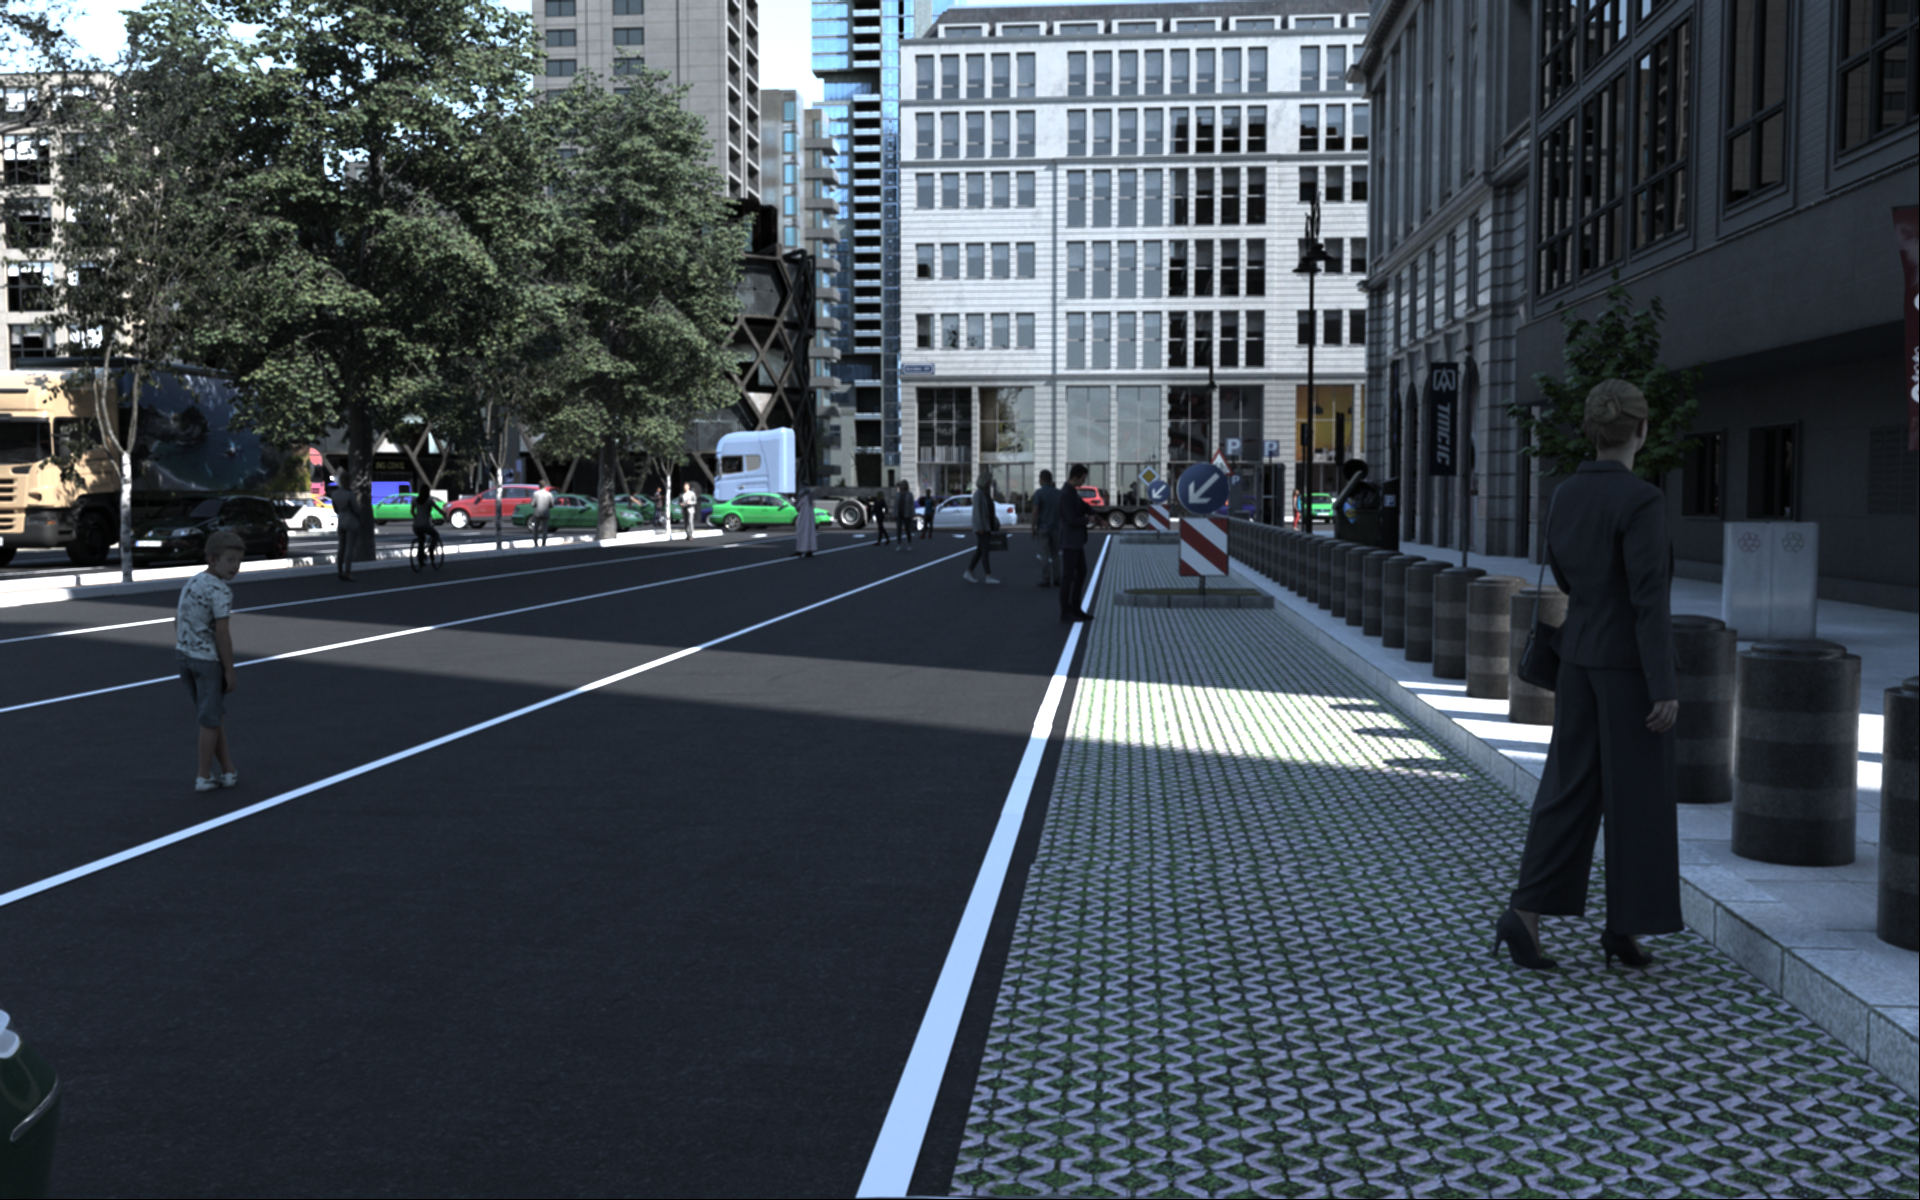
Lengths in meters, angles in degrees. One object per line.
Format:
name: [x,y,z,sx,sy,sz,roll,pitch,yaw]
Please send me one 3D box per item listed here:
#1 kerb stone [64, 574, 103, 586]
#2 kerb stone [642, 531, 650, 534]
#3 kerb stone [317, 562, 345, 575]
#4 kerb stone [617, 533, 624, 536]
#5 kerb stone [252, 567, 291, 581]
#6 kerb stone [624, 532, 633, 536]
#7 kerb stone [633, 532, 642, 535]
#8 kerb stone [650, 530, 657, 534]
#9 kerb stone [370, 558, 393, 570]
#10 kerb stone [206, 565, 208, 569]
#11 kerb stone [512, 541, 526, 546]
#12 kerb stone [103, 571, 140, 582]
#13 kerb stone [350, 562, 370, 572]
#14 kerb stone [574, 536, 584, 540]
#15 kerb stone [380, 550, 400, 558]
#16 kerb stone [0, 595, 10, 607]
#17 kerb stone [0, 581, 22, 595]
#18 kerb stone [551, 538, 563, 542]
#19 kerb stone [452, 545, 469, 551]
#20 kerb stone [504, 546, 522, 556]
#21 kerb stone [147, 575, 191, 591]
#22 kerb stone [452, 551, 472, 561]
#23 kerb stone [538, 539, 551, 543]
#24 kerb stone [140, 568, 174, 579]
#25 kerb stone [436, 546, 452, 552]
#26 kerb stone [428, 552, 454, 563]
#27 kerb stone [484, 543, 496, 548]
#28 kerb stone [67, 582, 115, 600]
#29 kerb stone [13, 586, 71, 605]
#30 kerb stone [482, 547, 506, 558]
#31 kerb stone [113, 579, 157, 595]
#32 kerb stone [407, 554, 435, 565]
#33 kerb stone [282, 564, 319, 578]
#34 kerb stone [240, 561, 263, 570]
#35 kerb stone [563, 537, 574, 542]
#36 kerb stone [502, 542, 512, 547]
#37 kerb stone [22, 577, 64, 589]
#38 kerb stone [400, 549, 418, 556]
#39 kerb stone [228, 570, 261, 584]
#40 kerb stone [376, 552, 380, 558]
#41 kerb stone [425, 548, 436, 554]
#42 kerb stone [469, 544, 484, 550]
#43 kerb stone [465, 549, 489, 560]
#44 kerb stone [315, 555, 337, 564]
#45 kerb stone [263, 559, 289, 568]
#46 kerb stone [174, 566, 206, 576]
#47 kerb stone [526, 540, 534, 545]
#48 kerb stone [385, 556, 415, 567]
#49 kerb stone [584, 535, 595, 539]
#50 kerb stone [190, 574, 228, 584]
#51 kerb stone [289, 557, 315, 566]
kerb stone: [-13.851,-0.307,27.209,0.120,0.150,1.000,0,4,5]
kerb stone: [-10.850,-2.252,59.017,0.120,0.150,1.000,0,4,5]
kerb stone: [-11.378,-0.542,31.101,0.120,0.150,1.000,0,4,5]
kerb stone: [-11.133,-2.063,55.926,0.120,0.150,1.000,0,4,5]
kerb stone: [-11.567,-0.419,29.053,0.120,0.150,1.000,0,4,5]
kerb stone: [-11.036,-2.123,56.963,0.120,0.150,1.000,0,4,5]
kerb stone: [-10.942,-2.184,57.986,0.120,0.150,1.000,0,4,5]
kerb stone: [-10.747,-2.315,60.048,0.120,0.150,1.000,0,4,5]
kerb stone: [-11.178,-0.665,33.153,0.120,0.150,1.000,0,4,5]
kerb stone: [-13.455,-0.558,31.320,0.120,0.150,1.000,0,4,5]
kerb stone: [-12.011,-1.497,46.705,0.120,0.150,1.000,0,4,5]
kerb stone: [-13.747,-0.369,28.235,0.120,0.150,1.000,0,4,5]
kerb stone: [-11.273,-0.605,32.131,0.120,0.150,1.000,0,4,5]
kerb stone: [-11.529,-1.810,51.824,0.120,0.150,1.000,0,4,5]
kerb stone: [-12.782,-0.998,38.520,0.120,0.150,1.000,0,4,5]
kerb stone: [-12.238,0.019,21.878,0.120,0.150,1.000,0,4,5]
kerb stone: [-14.047,-0.181,25.162,0.120,0.150,1.000,0,4,5]
kerb stone: [-11.708,-1.687,49.771,0.120,0.150,1.000,0,4,5]
kerb stone: [-12.393,-1.249,42.609,0.120,0.150,1.000,0,4,5]
kerb stone: [-10.503,-1.106,40.338,0.120,0.150,1.000,0,4,5]
kerb stone: [-11.848,-0.231,25.972,0.120,0.150,1.000,0,4,5]
kerb stone: [-10.793,-0.919,37.260,0.120,0.150,1.000,0,4,5]
kerb stone: [-11.809,-1.624,48.749,0.120,0.150,1.000,0,4,5]
kerb stone: [-13.657,-0.432,29.276,0.120,0.150,1.000,0,4,5]
kerb stone: [-12.505,-1.186,41.588,0.120,0.150,1.000,0,4,5]
kerb stone: [-10.891,-0.859,36.237,0.120,0.150,1.000,0,4,5]
kerb stone: [-12.209,-1.371,44.661,0.120,0.150,1.000,0,4,5]
kerb stone: [-12.054,-0.106,23.929,0.120,0.150,1.000,0,4,5]
kerb stone: [-12.150,-0.043,22.906,0.120,0.150,1.000,0,4,5]
kerb stone: [-10.601,-1.047,39.316,0.120,0.150,1.000,0,4,5]
kerb stone: [-11.944,-0.168,24.950,0.120,0.150,1.000,0,4,5]
kerb stone: [-10.985,-0.794,35.207,0.120,0.150,1.000,0,4,5]
kerb stone: [-11.465,-0.482,30.076,0.120,0.150,1.000,0,4,5]
kerb stone: [-13.365,-0.617,32.352,0.120,0.150,1.000,0,4,5]
kerb stone: [-11.626,-1.747,50.802,0.120,0.150,1.000,0,4,5]
kerb stone: [-12.106,-1.437,45.683,0.120,0.150,1.000,0,4,5]
kerb stone: [-13.951,-0.244,26.187,0.120,0.150,1.000,0,4,5]
kerb stone: [-12.686,-1.061,39.542,0.120,0.150,1.000,0,4,5]
kerb stone: [-11.662,-0.353,28.028,0.120,0.150,1.000,0,4,5]
kerb stone: [-12.880,-0.932,37.493,0.120,0.150,1.000,0,4,5]
kerb stone: [-12.594,-1.124,40.565,0.120,0.150,1.000,0,4,5]
kerb stone: [-12.296,-1.311,43.638,0.120,0.150,1.000,0,4,5]
kerb stone: [-10.700,-0.984,38.282,0.120,0.150,1.000,0,4,5]
kerb stone: [-13.071,-0.810,35.433,0.120,0.150,1.000,0,4,5]
kerb stone: [-13.271,-0.680,33.375,0.120,0.150,1.000,0,4,5]
kerb stone: [-13.556,-0.496,30.298,0.120,0.150,1.000,0,4,5]
kerb stone: [-11.913,-1.562,47.727,0.120,0.150,1.000,0,4,5]
kerb stone: [-11.079,-0.726,34.185,0.120,0.150,1.000,0,4,5]
kerb stone: [-11.430,-1.875,52.848,0.120,0.150,1.000,0,4,5]
kerb stone: [-11.764,-0.294,27.001,0.120,0.150,1.000,0,4,5]
kerb stone: [-13.163,-0.747,34.404,0.120,0.150,1.000,0,4,5]
